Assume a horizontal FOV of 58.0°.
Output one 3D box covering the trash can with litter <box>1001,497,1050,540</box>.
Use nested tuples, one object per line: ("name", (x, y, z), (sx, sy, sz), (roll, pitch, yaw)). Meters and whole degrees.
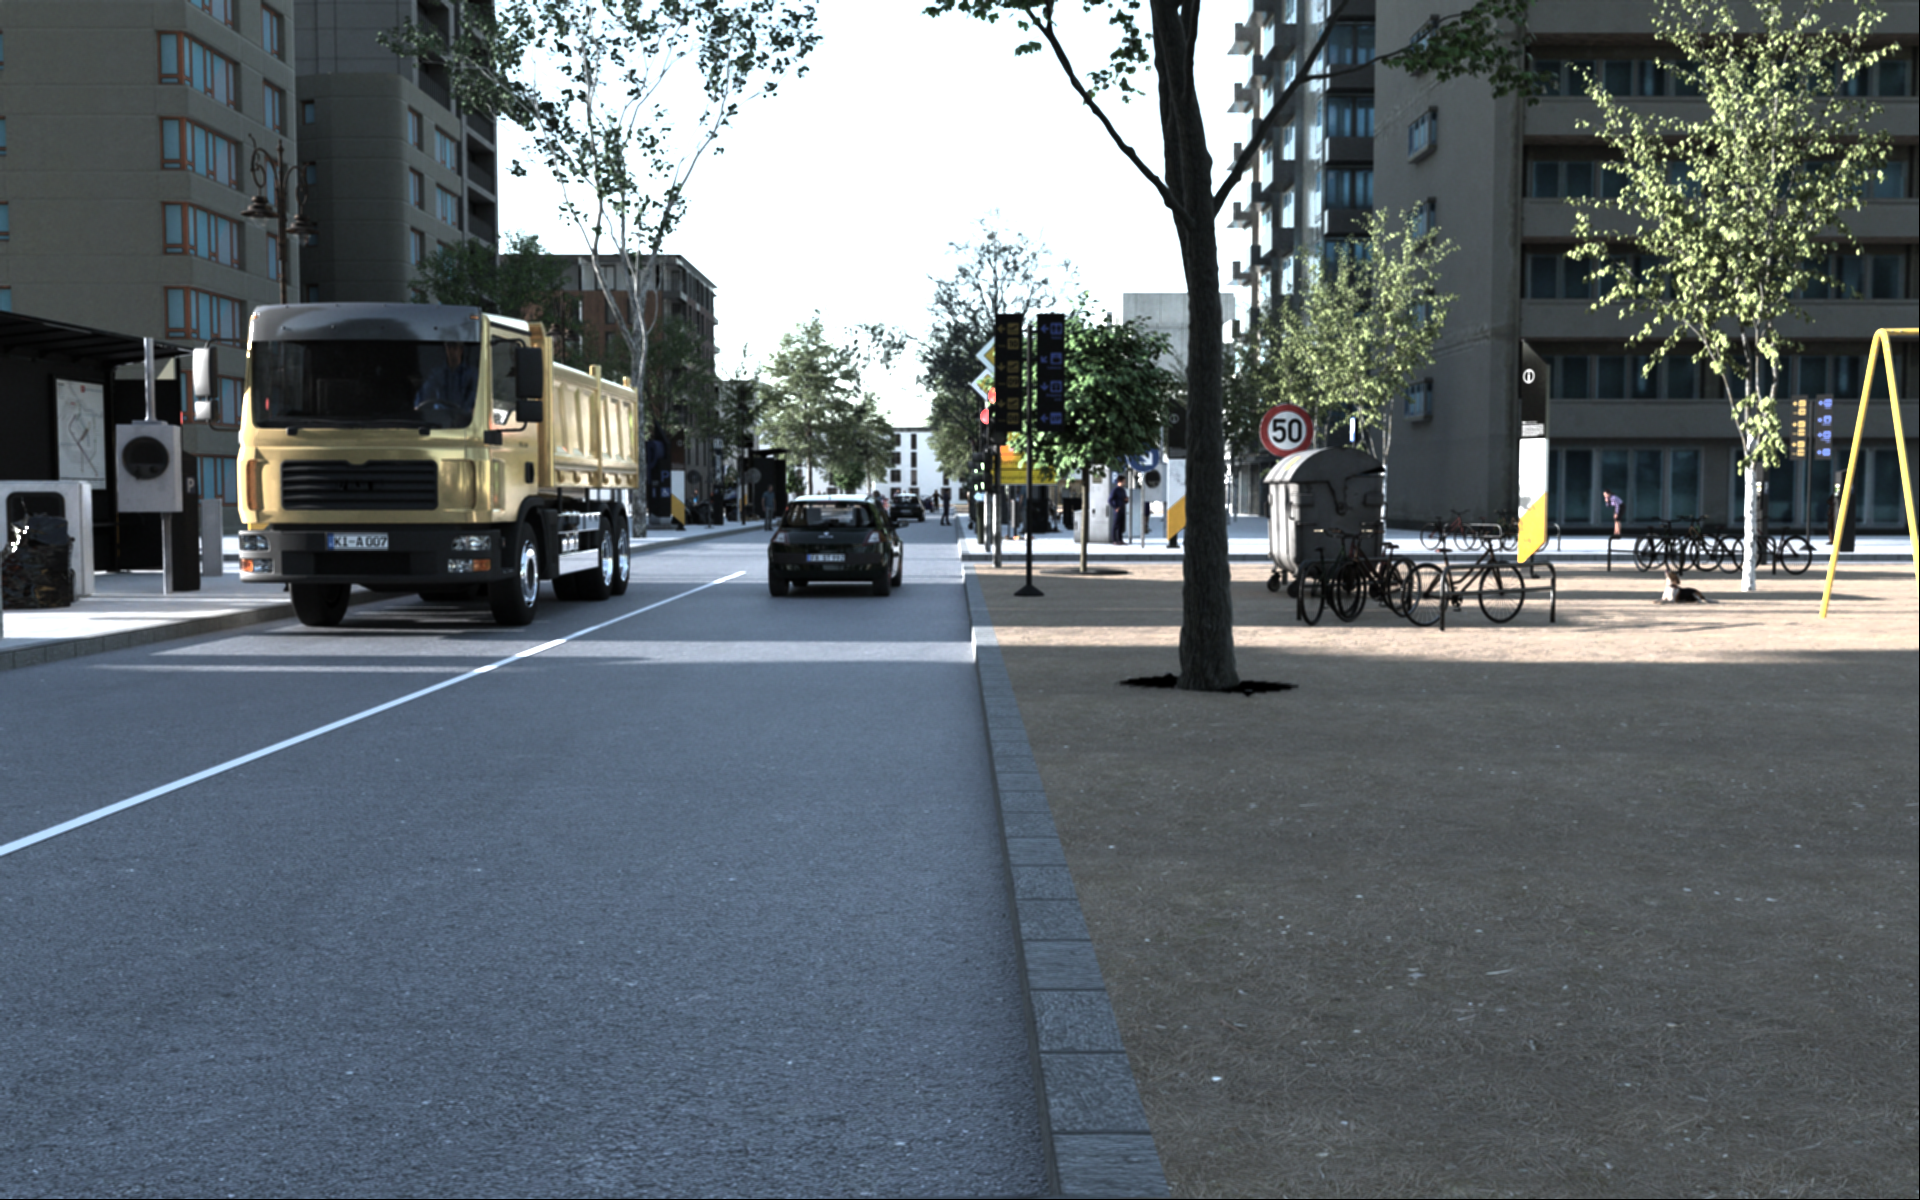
("trash can with litter", (1.661, -2.314, 48.884), (1.678, 1.210, 2.233), (0, 4, 1))

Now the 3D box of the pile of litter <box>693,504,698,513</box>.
("pile of litter", (-12.225, -3.936, 78.323), (1.176, 0.858, 1.719), (-1, 4, -20))

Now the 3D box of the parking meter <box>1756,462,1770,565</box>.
("parking meter", (14.432, -1.567, 31.326), (0.255, 1.863, 0.399), (3, 5, 43))

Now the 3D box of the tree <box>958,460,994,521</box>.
("tree", (0.973, -5.493, 84.412), (1.663, 3.219, 1.824), (0, 3, 0))

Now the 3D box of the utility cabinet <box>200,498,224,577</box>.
("utility cabinet", (-11.819, -0.990, 27.355), (0.306, 1.237, 1.020), (-1, 4, -22))

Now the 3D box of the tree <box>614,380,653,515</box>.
("tree", (-20.591, -9.519, 106.000), (4.360, 8.622, 3.978), (0, 3, 0))

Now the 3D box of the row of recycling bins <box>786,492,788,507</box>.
("row of recycling bins", (-11.388, -6.183, 108.198), (1.069, 1.692, 3.534), (0, 4, 3))

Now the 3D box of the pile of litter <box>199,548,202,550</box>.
("pile of litter", (-18.216, -1.561, 39.481), (1.719, 0.858, 1.176), (0, 4, 2))

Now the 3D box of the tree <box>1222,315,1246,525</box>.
("tree", (10.124, -6.057, 49.391), (4.737, 8.622, 4.395), (0, 3, 0))

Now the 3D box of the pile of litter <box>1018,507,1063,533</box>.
("pile of litter", (2.593, -2.703, 58.156), (1.719, 0.858, 1.176), (3, 4, 37))

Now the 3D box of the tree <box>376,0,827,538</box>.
("tree", (-10.858, -11.868, 49.926), (12.611, 20.169, 13.585), (0, 3, 0))

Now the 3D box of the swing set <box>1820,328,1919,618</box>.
("swing set", (10.001, -1.142, 16.291), (3.119, 2.851, 2.862), (1, 4, 9))

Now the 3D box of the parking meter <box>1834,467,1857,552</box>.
("parking meter", (19.472, -1.982, 38.121), (0.399, 1.863, 0.255), (0, 4, 0))

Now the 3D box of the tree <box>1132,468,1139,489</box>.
("tree", (9.533, -8.618, 91.261), (4.737, 8.622, 4.395), (0, 3, 0))

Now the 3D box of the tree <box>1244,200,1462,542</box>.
("tree", (10.487, -5.700, 43.552), (4.737, 8.622, 4.395), (0, 3, 0))

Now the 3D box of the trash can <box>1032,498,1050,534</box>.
("trash can", (2.559, -2.741, 56.473), (0.748, 1.137, 0.748), (0, 3, 0))

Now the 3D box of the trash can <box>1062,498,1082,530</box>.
("trash can", (4.092, -3.109, 62.491), (0.748, 1.137, 0.748), (0, 3, 0))

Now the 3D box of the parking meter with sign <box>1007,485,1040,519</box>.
("parking meter with sign", (3.184, -5.575, 87.416), (1.738, 3.016, 0.543), (0, 4, 7))

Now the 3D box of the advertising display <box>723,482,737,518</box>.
("advertising display", (-12.453, -5.381, 93.186), (0.974, 1.923, 0.123), (-2, 4, -32))

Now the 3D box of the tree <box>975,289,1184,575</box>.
("tree", (1.925, -2.705, 27.935), (4.285, 4.588, 4.351), (0, 3, 0))

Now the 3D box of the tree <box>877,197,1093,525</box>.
("tree", (1.724, -9.939, 72.866), (12.009, 13.543, 11.850), (0, 3, 0))

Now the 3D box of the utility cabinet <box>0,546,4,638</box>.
("utility cabinet", (-8.993, -0.387, 15.001), (1.173, 1.500, 0.318), (-2, 4, -35))

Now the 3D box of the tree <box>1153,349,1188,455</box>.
("tree", (11.379, -7.454, 72.240), (4.737, 8.622, 4.395), (0, 3, 0))

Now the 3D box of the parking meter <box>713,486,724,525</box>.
("parking meter", (-9.978, -4.029, 71.590), (0.399, 1.863, 0.255), (2, 4, 29))

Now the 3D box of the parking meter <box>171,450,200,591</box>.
("parking meter", (-10.292, -1.054, 22.946), (0.255, 1.863, 0.399), (0, 4, 7))

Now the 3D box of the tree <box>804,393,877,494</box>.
("tree", (-10.989, -13.574, 156.345), (7.601, 10.594, 8.767), (-3, 5, -40))

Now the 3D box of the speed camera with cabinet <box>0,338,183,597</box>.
("speed camera with cabinet", (-10.875, -1.670, 21.645), (2.038, 3.252, 0.660), (-1, 4, -16))

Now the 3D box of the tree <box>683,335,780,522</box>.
("tree", (-10.446, -7.901, 79.547), (4.737, 8.622, 4.395), (0, 3, 0))

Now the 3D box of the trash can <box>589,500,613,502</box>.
("trash can", (-9.258, -2.009, 44.496), (0.748, 1.137, 0.748), (0, 3, 0))

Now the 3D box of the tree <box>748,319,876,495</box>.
("tree", (-10.223, -11.913, 112.899), (7.486, 12.596, 7.792), (0, 3, 0))

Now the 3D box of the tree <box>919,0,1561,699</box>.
("tree", (1.493, -5.226, 11.195), (9.928, 11.665, 9.643), (0, 3, 0))

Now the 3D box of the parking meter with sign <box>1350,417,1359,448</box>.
("parking meter with sign", (8.144, -2.645, 39.500), (1.738, 3.016, 0.543), (0, 4, 3))

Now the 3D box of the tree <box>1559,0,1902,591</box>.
("tree", (10.238, -4.425, 22.715), (4.737, 8.622, 4.395), (0, 3, 0))

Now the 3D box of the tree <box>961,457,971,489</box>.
("tree", (1.726, -13.488, 170.885), (4.360, 8.622, 3.978), (0, 3, 0))

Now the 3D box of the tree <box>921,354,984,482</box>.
("tree", (0.758, -12.792, 127.275), (7.486, 12.596, 7.792), (0, 3, 0))

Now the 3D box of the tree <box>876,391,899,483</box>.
("tree", (-10.201, -16.611, 189.723), (7.486, 12.596, 7.792), (0, 3, 0))

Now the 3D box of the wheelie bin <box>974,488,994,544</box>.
("wheelie bin", (0.698, -2.219, 44.194), (0.693, 1.594, 0.980), (0, 4, -2))

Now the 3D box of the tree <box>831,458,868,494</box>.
("tree", (-9.428, -9.991, 147.058), (4.285, 4.588, 4.351), (0, 3, 0))

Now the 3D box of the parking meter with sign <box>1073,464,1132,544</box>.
("parking meter with sign", (3.747, -2.981, 44.993), (1.738, 3.016, 0.543), (3, 5, 39))

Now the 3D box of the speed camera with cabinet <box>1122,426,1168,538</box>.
("speed camera with cabinet", (5.235, -3.461, 50.923), (2.038, 3.252, 0.660), (3, 5, 40))

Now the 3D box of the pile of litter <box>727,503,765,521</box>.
("pile of litter", (-10.168, -4.257, 83.565), (1.719, 0.858, 1.176), (1, 4, 14))

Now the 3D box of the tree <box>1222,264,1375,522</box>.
("tree", (10.854, -6.451, 55.842), (4.360, 8.622, 3.978), (0, 3, 0))

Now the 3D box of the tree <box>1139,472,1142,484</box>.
("tree", (11.420, -8.286, 85.838), (4.737, 8.622, 4.395), (0, 3, 0))

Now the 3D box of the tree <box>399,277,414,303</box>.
("tree", (-17.812, -8.594, 66.263), (9.928, 11.665, 9.643), (0, 3, 0))

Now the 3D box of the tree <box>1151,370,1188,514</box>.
("tree", (12.612, -9.217, 101.052), (4.360, 8.622, 3.978), (0, 3, 0))

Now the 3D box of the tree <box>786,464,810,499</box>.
("tree", (-9.892, -6.555, 101.783), (1.663, 3.219, 1.824), (0, 3, 0))

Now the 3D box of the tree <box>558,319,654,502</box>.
("tree", (-15.207, -7.553, 73.850), (4.737, 8.622, 4.395), (0, 3, 0))
